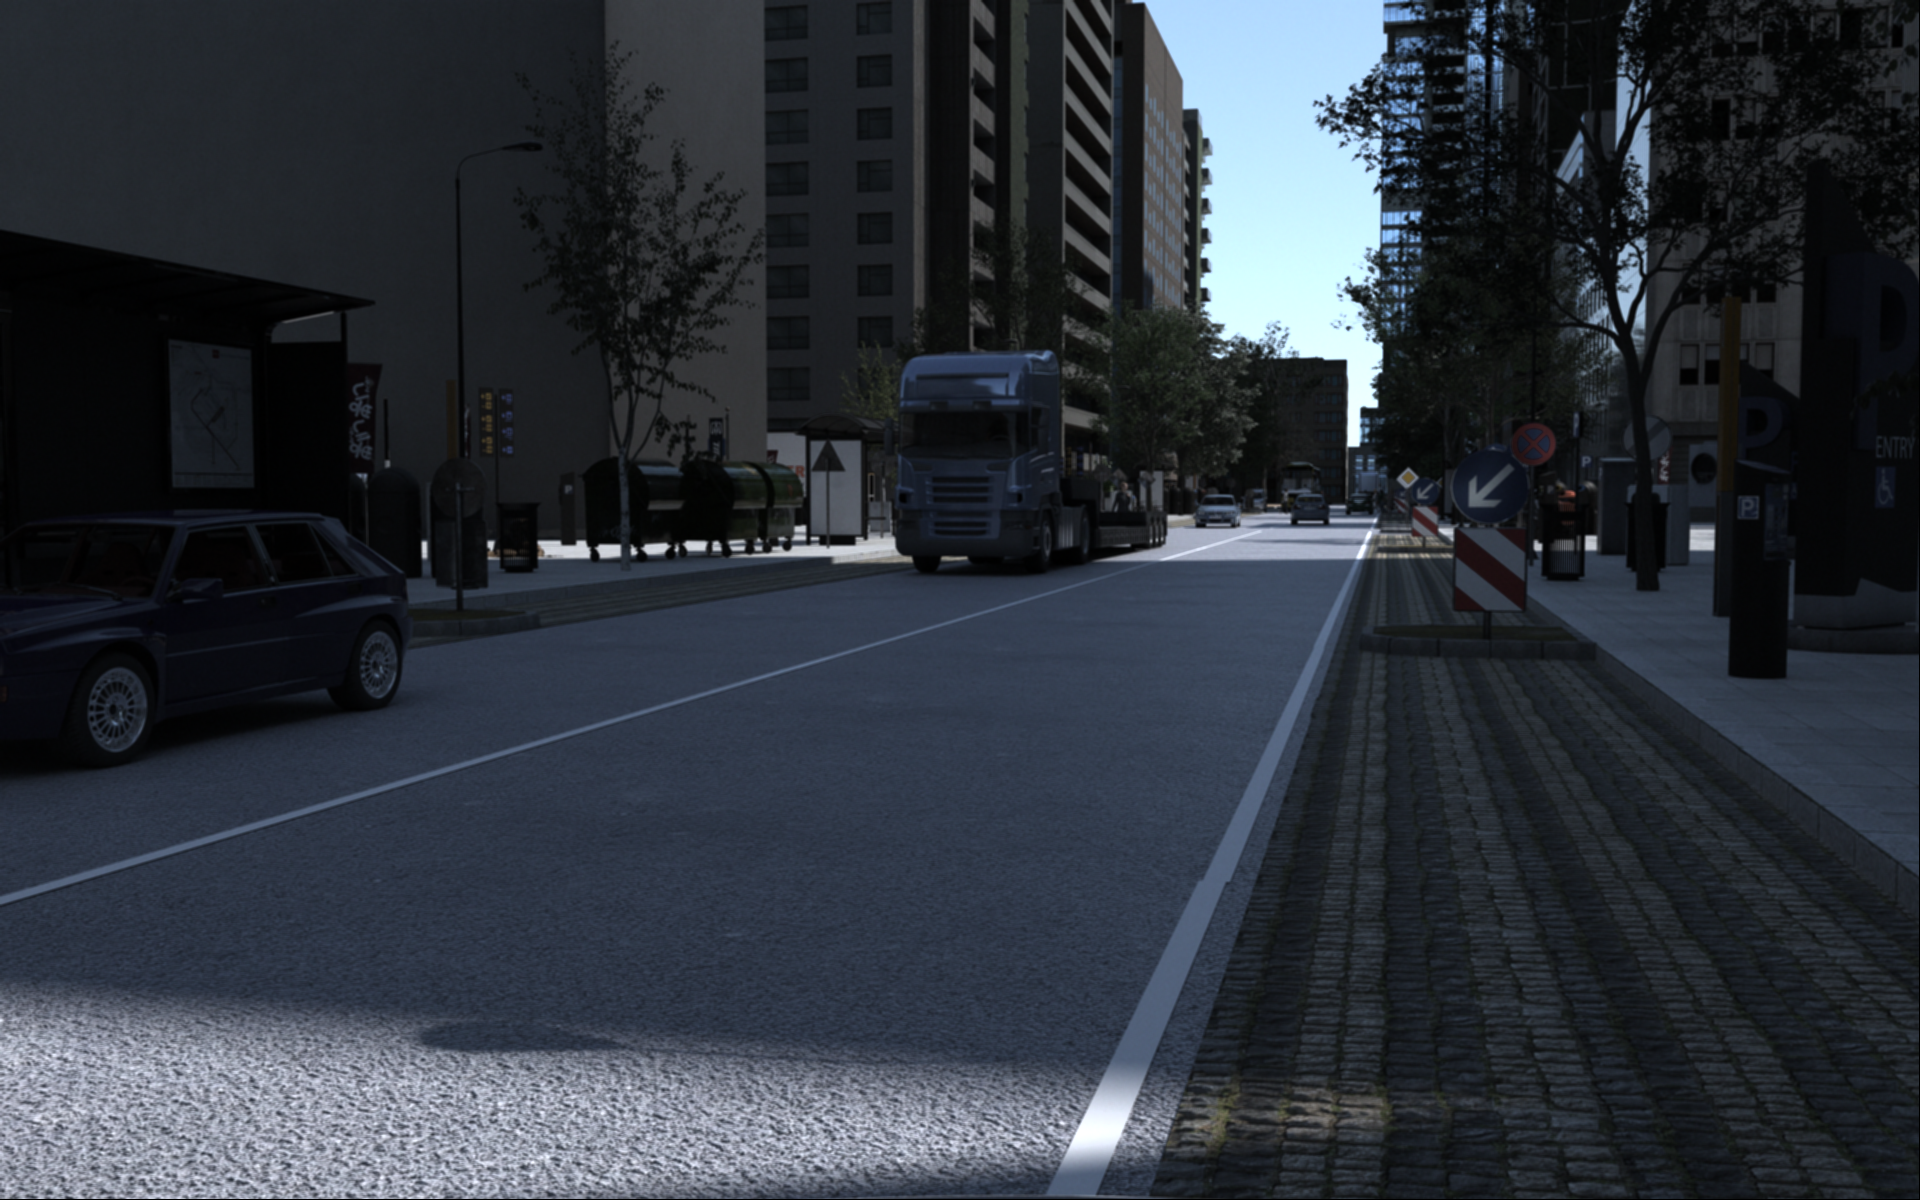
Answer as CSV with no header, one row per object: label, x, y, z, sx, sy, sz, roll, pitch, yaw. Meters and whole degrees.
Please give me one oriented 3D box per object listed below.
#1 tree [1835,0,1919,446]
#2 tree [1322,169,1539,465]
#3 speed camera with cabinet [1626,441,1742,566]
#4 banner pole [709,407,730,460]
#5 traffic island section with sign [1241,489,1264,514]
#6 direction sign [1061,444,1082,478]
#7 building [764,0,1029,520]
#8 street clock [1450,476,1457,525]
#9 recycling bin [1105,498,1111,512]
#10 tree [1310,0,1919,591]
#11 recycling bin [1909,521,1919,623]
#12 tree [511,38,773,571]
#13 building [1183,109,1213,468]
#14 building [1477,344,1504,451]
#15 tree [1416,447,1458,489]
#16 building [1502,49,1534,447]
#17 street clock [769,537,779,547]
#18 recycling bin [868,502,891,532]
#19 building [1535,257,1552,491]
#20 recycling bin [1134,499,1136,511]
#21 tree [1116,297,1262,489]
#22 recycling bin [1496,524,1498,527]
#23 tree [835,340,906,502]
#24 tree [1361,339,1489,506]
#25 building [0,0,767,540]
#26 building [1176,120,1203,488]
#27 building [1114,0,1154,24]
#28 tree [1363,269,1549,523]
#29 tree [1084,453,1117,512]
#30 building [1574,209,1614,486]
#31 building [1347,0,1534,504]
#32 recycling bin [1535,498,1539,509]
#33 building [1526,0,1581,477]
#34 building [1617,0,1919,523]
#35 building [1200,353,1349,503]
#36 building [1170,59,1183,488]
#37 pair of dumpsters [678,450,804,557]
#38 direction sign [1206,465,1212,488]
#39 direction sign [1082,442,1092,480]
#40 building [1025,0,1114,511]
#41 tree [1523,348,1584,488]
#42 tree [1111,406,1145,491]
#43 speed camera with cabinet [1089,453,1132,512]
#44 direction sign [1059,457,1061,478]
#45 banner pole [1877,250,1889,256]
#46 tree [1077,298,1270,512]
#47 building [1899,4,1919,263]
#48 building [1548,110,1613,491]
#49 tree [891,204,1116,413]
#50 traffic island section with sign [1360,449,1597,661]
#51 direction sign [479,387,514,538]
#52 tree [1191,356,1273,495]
tree,6.393,-3.598,9.194,4.360,8.622,3.978,0,3,0
tree,28.524,-15.143,103.479,12.611,20.169,13.585,0,3,0
speed camera with cabinet,12.886,-2.235,30.883,0.660,3.252,2.038,-2,4,-26
banner pole,-6.894,-3.670,50.015,0.863,3.779,0.401,2,4,26
traffic island section with sign,21.290,-7.241,127.014,1.989,1.847,2.006,1,4,14
direction sign,5.203,-5.322,79.008,0.876,3.537,0.379,1,4,17
building,-4.641,-19.578,91.807,14.160,30.474,14.107,1,4,14
street clock,20.303,-4.072,71.152,0.358,2.002,0.471,2,4,25
recycling bin,10.338,-6.454,118.074,0.722,1.027,0.722,3,5,44
tree,9.184,-5.423,23.073,8.767,10.594,7.601,0,4,1
recycling bin,9.302,-0.255,16.725,0.722,1.027,0.722,-1,4,-18
tree,-5.459,-4.779,28.499,4.360,8.622,3.978,0,3,0
building,14.431,-35.983,207.935,30.456,49.044,23.786,1,4,14
building,72.182,-21.165,191.082,27.650,21.520,28.899,1,4,14
tree,33.620,-8.416,121.311,4.285,4.588,4.351,0,3,0
building,61.407,-31.837,170.645,14.600,45.320,14.200,1,4,14
street clock,-4.547,-2.301,42.184,0.471,2.002,0.358,-2,4,-30
recycling bin,-2.706,-2.798,58.308,0.722,1.027,0.722,0,4,-8
building,51.100,-18.548,132.940,12.332,23.373,15.834,1,4,14
recycling bin,10.289,-5.713,105.964,0.722,1.027,0.722,-3,4,-36
tree,14.515,-12.558,111.985,9.857,13.997,8.962,0,3,0
recycling bin,15.925,-2.377,51.416,0.722,1.027,0.722,2,4,35
tree,-3.777,-8.049,81.963,4.737,8.622,4.395,0,3,0
tree,35.828,-13.865,133.344,9.857,13.997,8.962,0,3,0
building,-19.518,-16.102,56.768,24.014,27.812,14.314,1,4,14
building,18.162,-30.732,186.067,14.154,41.232,14.086,1,4,14
building,10.803,-31.066,158.045,14.600,45.320,14.200,1,4,14
tree,22.231,-9.282,77.510,9.928,11.665,9.643,0,3,0
tree,6.911,-5.376,82.497,1.663,3.219,1.824,0,3,0
building,41.080,-14.845,97.468,10.420,20.320,16.860,1,4,14
building,70.341,-56.713,239.931,31.000,86.520,22.319,1,4,14
recycling bin,25.950,-3.997,77.900,0.722,1.027,0.722,0,4,3
building,59.379,-43.641,151.790,20.563,71.187,20.611,1,4,14
building,41.421,-16.017,79.897,19.932,24.808,12.078,1,4,14
building,41.542,-24.931,252.660,28.899,21.520,27.650,1,4,14
building,14.280,-31.929,172.154,14.600,45.320,14.200,1,4,14
pair of dumpsters,-4.758,-2.110,36.987,1.574,2.255,4.437,1,4,14
direction sign,17.902,-8.112,124.634,0.379,3.537,0.876,-1,4,-19
direction sign,5.663,-5.092,75.256,0.379,3.537,0.876,1,4,10
building,-1.140,-30.673,125.212,21.300,48.544,21.600,1,4,14
tree,29.231,-8.194,84.330,4.360,8.622,3.978,0,3,0
tree,13.493,-11.729,142.126,4.737,8.622,4.395,0,3,0
speed camera with cabinet,7.331,-5.505,84.350,2.038,3.252,0.660,0,4,-2
direction sign,5.942,-6.938,105.427,0.876,3.537,0.379,-2,4,-32
banner pole,9.357,-1.715,18.058,0.401,3.779,0.863,-1,4,-20
tree,10.004,-10.135,91.469,9.928,11.665,9.643,0,3,0
building,31.931,-26.580,23.819,28.713,52.752,27.495,1,4,14
building,46.578,-18.192,115.467,12.078,24.808,19.932,1,4,14
tree,1.329,-7.488,56.836,8.767,10.594,7.601,2,4,27
traffic island section with sign,4.718,-0.447,15.944,1.989,1.847,2.006,1,4,14
direction sign,-9.903,-2.757,37.067,0.379,3.537,0.876,3,4,36
tree,22.036,-13.760,143.103,7.486,12.596,7.792,0,3,0
